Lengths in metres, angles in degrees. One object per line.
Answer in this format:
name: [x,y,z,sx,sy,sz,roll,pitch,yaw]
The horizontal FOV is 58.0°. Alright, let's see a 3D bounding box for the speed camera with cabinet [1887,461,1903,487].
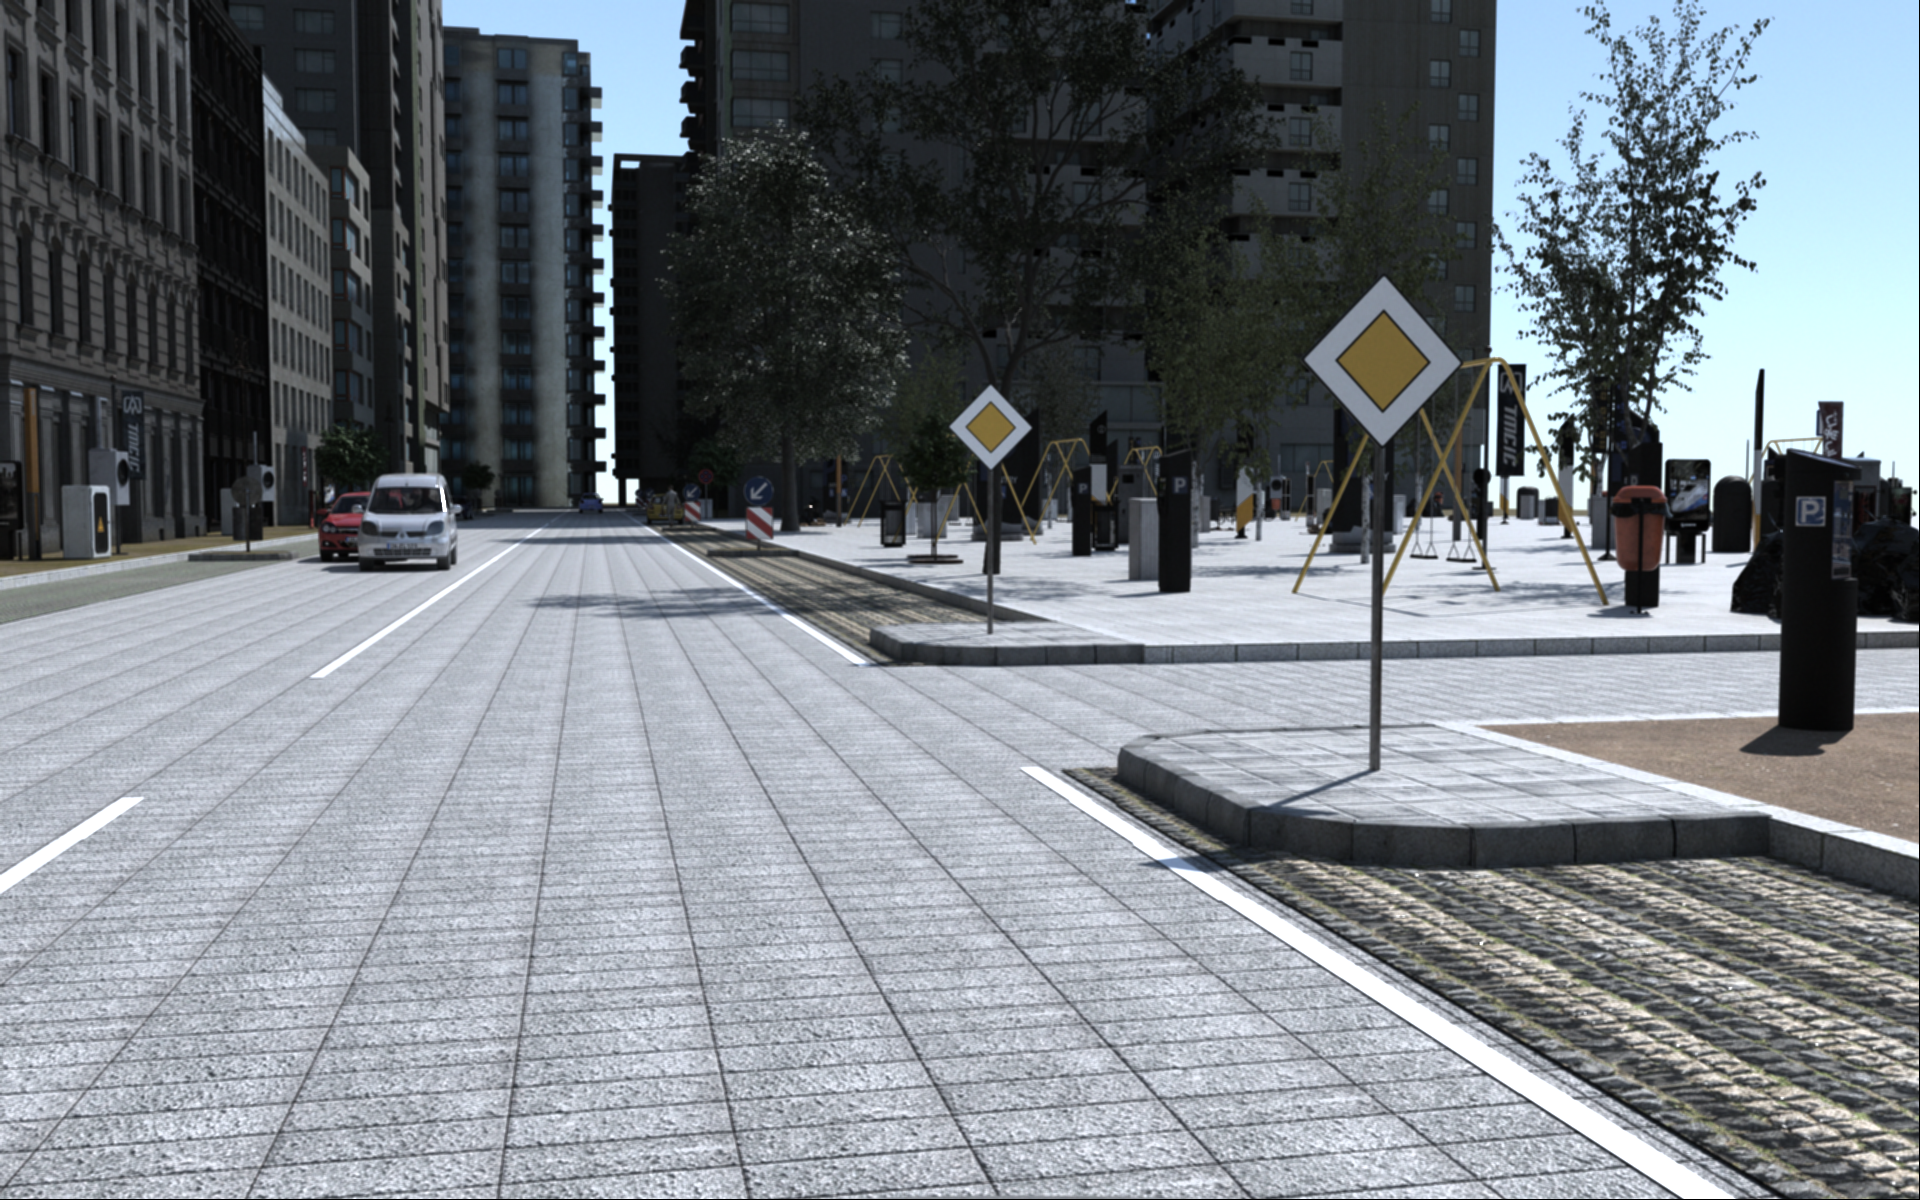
speed camera with cabinet: [54.997,-6.657,103.181,2.038,3.252,0.660,0,4,-1]

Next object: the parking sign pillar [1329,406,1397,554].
parking sign pillar: [8.841,-3.025,37.923,1.447,3.967,1.447,-1,4,-21]

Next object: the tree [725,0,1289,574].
tree: [0.524,-5.669,27.098,8.767,10.594,7.601,0,4,-7]

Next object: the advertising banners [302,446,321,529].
advertising banners: [-24.075,-4.164,64.265,0.090,3.025,2.074,0,4,-4]

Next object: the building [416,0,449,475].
building: [-56.341,-33.730,140.727,27.495,52.752,28.713,-1,4,-12]

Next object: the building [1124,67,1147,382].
building: [8.673,-29.273,162.200,14.086,41.232,14.154,-1,4,-12]

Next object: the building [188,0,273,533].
building: [-31.452,-14.000,58.583,12.332,23.373,15.834,-1,4,-12]

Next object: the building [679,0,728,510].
building: [-12.757,-30.321,150.376,22.147,44.769,28.867,-1,4,-12]

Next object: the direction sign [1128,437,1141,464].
direction sign: [6.937,-4.701,68.859,0.379,3.537,0.876,3,4,38]

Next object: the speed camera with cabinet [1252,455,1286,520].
speed camera with cabinet: [15.296,-5.670,87.044,2.038,3.252,0.660,2,4,24]

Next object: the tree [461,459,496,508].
tree: [-45.220,-10.929,162.401,4.285,4.588,4.351,0,3,0]

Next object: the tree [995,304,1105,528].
tree: [3.244,-6.959,64.146,4.360,8.622,3.978,0,3,0]

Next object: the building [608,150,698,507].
building: [-26.179,-30.476,190.161,23.993,40.220,32.217,-1,4,-12]

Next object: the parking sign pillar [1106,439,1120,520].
parking sign pillar: [7.176,-5.886,84.705,1.447,3.967,1.447,2,4,32]

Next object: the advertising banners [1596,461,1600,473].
advertising banners: [34.076,-5.803,91.074,0.090,3.025,2.074,-1,4,-20]

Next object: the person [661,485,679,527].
person: [-12.442,-4.020,74.352,0.709,1.813,0.853,-3,5,-39]

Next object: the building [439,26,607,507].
building: [-52.607,-34.294,180.308,30.456,49.044,23.786,-1,4,-12]

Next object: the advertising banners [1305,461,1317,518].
advertising banners: [19.014,-5.927,93.094,0.090,3.025,2.074,3,4,38]

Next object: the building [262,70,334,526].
building: [-33.882,-13.461,74.840,10.420,20.320,16.860,-1,4,-12]

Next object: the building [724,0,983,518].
building: [-6.821,-25.561,101.512,14.154,41.232,14.086,-1,4,-12]

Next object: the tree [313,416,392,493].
tree: [-25.485,-5.431,72.511,4.285,4.588,4.351,0,3,0]

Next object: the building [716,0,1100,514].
building: [-2.873,-32.665,123.314,28.713,52.752,27.495,-1,4,-12]

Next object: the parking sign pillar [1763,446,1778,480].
parking sign pillar: [45.822,-6.662,97.391,1.447,3.967,1.447,-1,4,-19]

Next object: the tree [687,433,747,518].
tree: [-12.873,-6.595,91.548,4.285,4.588,4.351,0,3,0]

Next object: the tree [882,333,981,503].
tree: [-0.992,-7.663,75.660,4.737,8.622,4.395,0,3,0]

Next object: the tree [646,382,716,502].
tree: [-17.954,-9.891,112.072,4.360,8.622,3.978,0,3,0]

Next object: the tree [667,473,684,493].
tree: [-24.538,-9.341,147.321,1.663,3.219,1.824,0,3,0]

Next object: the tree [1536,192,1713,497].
tree: [16.241,-5.685,43.313,4.737,8.622,4.395,0,3,0]

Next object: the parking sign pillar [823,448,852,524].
parking sign pillar: [-5.462,-5.341,75.802,1.447,3.967,1.447,-3,5,-40]

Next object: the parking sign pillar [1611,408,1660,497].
parking sign pillar: [19.416,-3.754,49.850,1.447,3.967,1.447,-2,4,-34]

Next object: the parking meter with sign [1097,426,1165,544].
parking meter with sign: [4.419,-2.969,44.802,1.738,3.016,0.543,1,4,9]

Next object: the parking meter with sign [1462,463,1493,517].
parking meter with sign: [29.153,-6.200,97.632,1.738,3.016,0.543,0,4,2]

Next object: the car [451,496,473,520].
car: [-28.217,-5.146,96.722,1.945,1.354,3.894,-1,4,-11]

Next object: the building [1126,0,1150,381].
building: [15.827,-53.841,192.967,31.000,86.520,22.319,-1,4,-12]

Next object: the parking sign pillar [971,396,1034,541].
parking sign pillar: [1.027,-3.617,47.602,1.447,3.967,1.447,-1,4,-17]

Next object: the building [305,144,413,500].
building: [-46.845,-15.445,97.562,27.650,21.520,28.899,-1,4,-12]

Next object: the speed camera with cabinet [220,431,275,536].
speed camera with cabinet: [-22.224,-3.652,54.045,0.660,3.252,2.038,1,4,12]

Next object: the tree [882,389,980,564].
tree: [-0.569,-2.290,32.044,1.663,3.219,1.824,0,3,0]

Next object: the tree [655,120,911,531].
tree: [-5.848,-9.354,59.593,9.857,13.997,8.962,0,3,0]

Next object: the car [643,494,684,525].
car: [-14.050,-4.417,82.445,2.015,1.641,3.980,-1,4,-10]

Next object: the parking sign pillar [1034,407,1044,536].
parking sign pillar: [1.892,-4.011,54.054,1.447,3.967,1.447,1,4,16]

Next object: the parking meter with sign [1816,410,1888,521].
parking meter with sign: [18.629,-2.420,35.823,1.738,3.016,0.543,-1,4,-11]

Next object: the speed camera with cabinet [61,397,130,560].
speed camera with cabinet: [-17.278,-2.465,34.641,0.660,3.252,2.038,0,4,-6]

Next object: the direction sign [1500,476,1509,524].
direction sign: [23.289,-5.013,73.958,0.876,3.537,0.379,-1,4,-13]

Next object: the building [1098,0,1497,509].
building: [30.433,-34.874,159.433,27.495,52.752,28.713,-1,4,-12]

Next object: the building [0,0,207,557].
building: [-25.688,-11.824,42.477,9.793,20.994,18.267,-1,4,-12]

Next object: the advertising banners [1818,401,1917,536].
advertising banners: [17.134,-2.237,32.761,2.074,3.025,0.090,0,4,-8]

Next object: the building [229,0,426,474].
building: [-45.089,-26.658,119.455,14.154,41.232,14.086,-1,4,-12]

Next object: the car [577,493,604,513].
car: [-27.762,-7.377,130.199,1.945,1.707,3.694,-1,4,-13]

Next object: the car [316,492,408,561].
car: [-13.048,-1.793,38.358,2.155,1.783,4.494,-1,4,-13]
